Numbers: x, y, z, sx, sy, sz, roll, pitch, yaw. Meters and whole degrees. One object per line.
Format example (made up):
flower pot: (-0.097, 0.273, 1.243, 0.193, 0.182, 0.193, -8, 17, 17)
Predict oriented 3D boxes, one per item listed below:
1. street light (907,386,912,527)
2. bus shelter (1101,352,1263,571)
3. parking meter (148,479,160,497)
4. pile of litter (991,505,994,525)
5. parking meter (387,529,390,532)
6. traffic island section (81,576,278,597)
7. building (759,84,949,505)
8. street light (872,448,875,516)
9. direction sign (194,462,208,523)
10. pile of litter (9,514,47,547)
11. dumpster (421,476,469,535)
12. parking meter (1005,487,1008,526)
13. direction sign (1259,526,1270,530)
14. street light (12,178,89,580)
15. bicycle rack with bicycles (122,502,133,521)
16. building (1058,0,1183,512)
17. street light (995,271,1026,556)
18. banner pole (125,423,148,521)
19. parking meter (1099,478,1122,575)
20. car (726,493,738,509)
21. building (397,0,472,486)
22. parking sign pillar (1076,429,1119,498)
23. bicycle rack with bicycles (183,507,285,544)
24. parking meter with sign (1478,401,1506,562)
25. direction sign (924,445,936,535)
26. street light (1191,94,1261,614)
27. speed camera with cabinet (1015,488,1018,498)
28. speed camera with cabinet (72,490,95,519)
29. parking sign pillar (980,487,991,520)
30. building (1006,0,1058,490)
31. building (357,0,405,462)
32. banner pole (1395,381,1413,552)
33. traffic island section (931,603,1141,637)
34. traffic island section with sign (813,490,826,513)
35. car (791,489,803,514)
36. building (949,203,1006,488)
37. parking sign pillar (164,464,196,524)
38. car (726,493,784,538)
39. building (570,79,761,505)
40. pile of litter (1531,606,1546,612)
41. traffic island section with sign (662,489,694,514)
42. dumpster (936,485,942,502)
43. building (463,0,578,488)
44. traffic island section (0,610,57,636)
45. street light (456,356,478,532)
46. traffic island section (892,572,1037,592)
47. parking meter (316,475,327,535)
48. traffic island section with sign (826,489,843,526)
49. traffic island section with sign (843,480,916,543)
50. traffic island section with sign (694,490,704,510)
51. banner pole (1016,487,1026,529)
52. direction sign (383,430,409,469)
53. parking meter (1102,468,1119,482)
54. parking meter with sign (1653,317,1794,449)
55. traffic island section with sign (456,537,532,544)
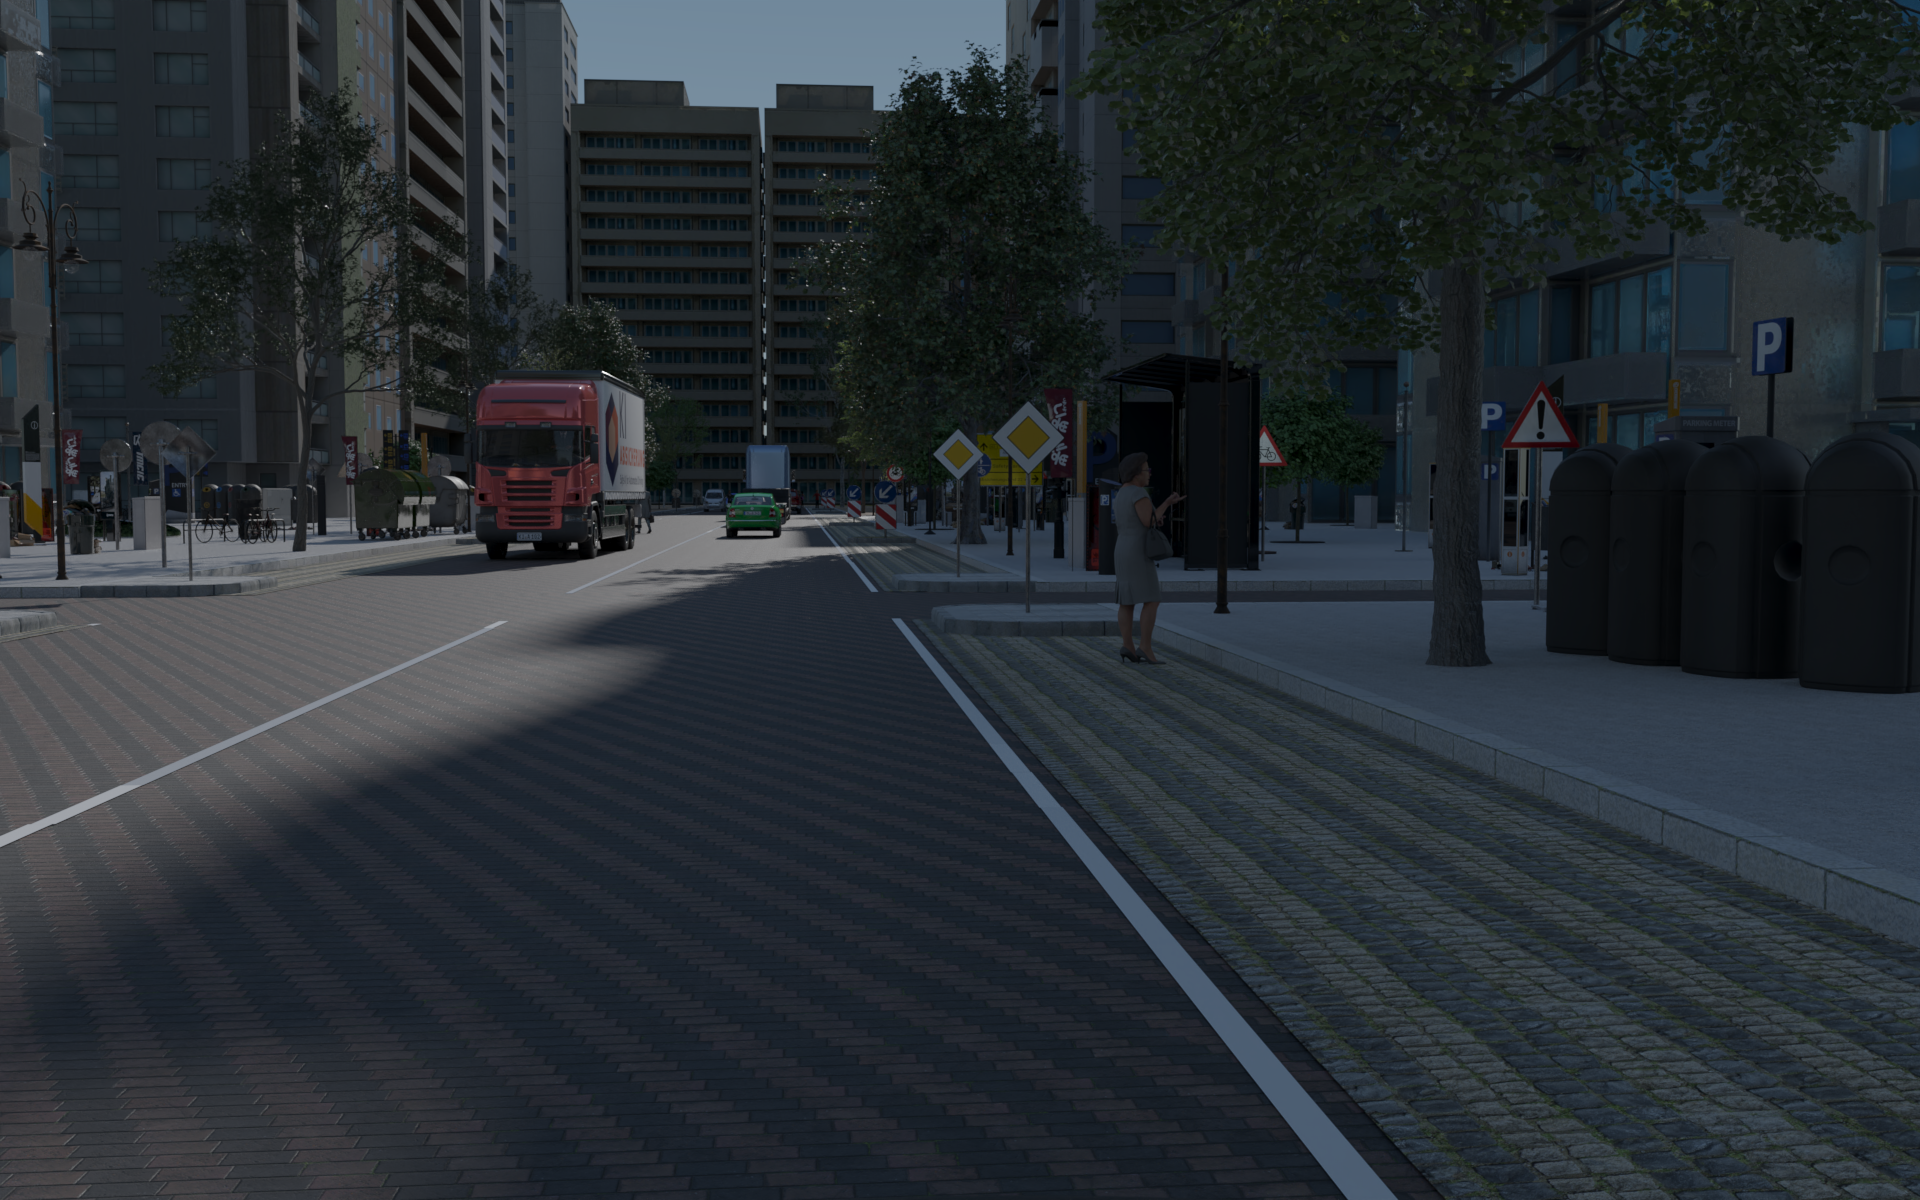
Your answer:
street light: (-1.992, -5.843, 68.318, 0.468, 5.910, 1.993, 0, 4, -5)
bus shelter: (3.977, -2.487, 31.953, 1.731, 3.624, 6.357, 0, 4, -5)
parking meter: (-32.083, -3.871, 69.008, 0.255, 1.863, 0.399, 3, 5, 41)
pile of litter: (1.308, -3.500, 71.182, 1.719, 0.858, 1.176, 1, 4, 22)
parking meter: (-18.994, -3.032, 57.989, 0.372, 1.533, 0.369, 0, 3, 0)
traffic island section: (-11.395, -0.204, 25.617, 2.009, 0.180, 2.903, 0, 4, -5)
building: (-12.748, -35.809, 209.176, 21.600, 48.544, 21.300, 0, 4, -5)
street light: (-5.071, -7.856, 101.234, 0.468, 5.910, 1.993, 0, 4, -5)
direction sign: (-34.069, -5.246, 77.773, 0.379, 3.537, 0.876, 1, 4, 16)
pile of litter: (-23.269, -1.742, 42.449, 1.719, 0.858, 1.176, -3, 5, -43)
dumpster: (-16.443, -3.023, 55.178, 1.264, 1.857, 1.865, 0, 4, -5)
parking meter: (1.801, -3.907, 69.593, 0.255, 1.863, 0.399, 2, 4, 35)
direction sign: (10.886, -4.273, 61.869, 0.876, 3.537, 0.379, 0, 4, 7)
street light: (-13.445, -3.239, 25.753, 0.468, 5.910, 1.993, 0, 4, -5)
bicycle rack with bicycles: (-38.873, -4.174, 81.632, 2.925, 0.926, 2.852, 0, 4, 1)
building: (17.513, -35.525, 122.838, 21.231, 58.520, 28.212, 0, 4, -5)
street light: (1.047, -3.867, 36.017, 0.468, 5.910, 1.993, 0, 4, -5)
banner pole: (-28.966, -4.333, 60.859, 0.863, 3.779, 0.401, -2, 4, -32)
parking meter: (2.393, -1.170, 27.535, 0.372, 1.533, 0.369, 0, 3, 0)
car: (-22.436, -9.966, 172.538, 1.945, 1.707, 3.694, 0, 4, -6)
building: (-47.665, -30.485, 122.139, 21.300, 48.544, 21.600, 0, 4, -5)
parking sign pillar: (4.263, -3.968, 53.341, 1.447, 3.967, 1.447, -1, 4, -16)
bicycle rack with bicycles: (-18.913, -1.975, 45.670, 2.852, 0.926, 2.925, 1, 4, 12)
parking meter with sign: (10.297, -2.278, 33.512, 0.543, 3.016, 1.738, 1, 4, 20)
direction sign: (-0.951, -3.843, 54.832, 0.379, 3.537, 0.876, 0, 4, 3)
street light: (2.819, -2.794, 18.464, 0.468, 5.910, 1.993, 0, 4, -5)
speed camera with cabinet: (3.860, -6.087, 93.864, 2.038, 3.252, 0.660, 3, 5, 43)
speed camera with cabinet: (-38.237, -4.903, 74.507, 2.038, 3.252, 0.660, -2, 4, -28)
parking sign pillar: (0.665, -5.235, 74.067, 1.447, 3.967, 1.447, 1, 4, 21)
building: (18.840, -34.363, 151.067, 28.713, 52.752, 27.495, 0, 4, -5)
building: (-42.581, -27.808, 104.773, 14.600, 45.320, 14.200, 0, 4, -5)
banner pole: (9.956, -2.985, 38.816, 0.401, 3.779, 0.863, 1, 4, 10)
traffic island section: (0.754, 0.216, 18.746, 2.009, 0.180, 2.903, 0, 4, -5)
traffic island section with sign: (-9.673, -7.301, 127.992, 1.989, 1.847, 2.006, 0, 4, -5)
car: (-12.563, -7.168, 125.874, 2.281, 1.827, 5.304, 0, 4, -5)
building: (5.377, -34.107, 207.764, 14.200, 45.320, 14.600, 0, 4, -5)
parking sign pillar: (-34.264, -5.341, 75.800, 1.447, 3.967, 1.447, -1, 4, -11)
car: (-6.916, -3.028, 58.309, 1.959, 1.807, 4.718, 0, 4, -5)
building: (-34.230, -35.670, 206.914, 21.600, 48.544, 21.300, 0, 4, -5)
pile of litter: (7.142, -0.324, 19.260, 1.719, 0.858, 1.176, 0, 4, -6)
traffic island section with sign: (-20.745, -7.237, 126.948, 1.989, 1.847, 2.006, 0, 4, -5)
dumpster: (-0.860, -5.707, 99.072, 1.264, 1.857, 1.865, 0, 4, -6)
building: (-59.471, -40.510, 204.338, 28.212, 58.520, 21.231, 0, 4, -5)
traffic island section: (-10.636, 0.282, 17.668, 2.009, 0.180, 2.903, 0, 4, -5)
street light: (-16.499, -5.215, 58.053, 0.468, 5.910, 1.993, 0, 4, -5)
traffic island section: (-0.005, -0.270, 26.696, 2.009, 0.180, 2.903, 0, 4, -5)
parking meter: (-19.875, -2.948, 53.916, 0.255, 1.863, 0.399, -1, 4, -19)
traffic island section with sign: (-4.905, -4.244, 78.017, 1.989, 1.847, 2.006, 0, 4, -5)
traffic island section with sign: (-2.341, -2.603, 51.184, 1.989, 1.847, 2.006, 0, 4, -5)
traffic island section with sign: (-23.310, -8.878, 153.782, 1.989, 1.847, 2.006, 0, 4, -5)
banner pole: (2.361, -4.502, 63.632, 0.401, 3.779, 0.863, 2, 4, 30)
direction sign: (-19.917, -4.235, 61.238, 0.876, 3.537, 0.379, -2, 4, -26)
parking meter: (3.384, -2.028, 38.865, 0.255, 1.863, 0.399, -2, 4, -34)
parking meter with sign: (7.283, -1.282, 17.214, 1.738, 3.016, 0.543, -1, 4, -9)
traffic island section with sign: (-13.415, -2.539, 50.140, 1.989, 1.847, 2.006, 0, 4, -5)
